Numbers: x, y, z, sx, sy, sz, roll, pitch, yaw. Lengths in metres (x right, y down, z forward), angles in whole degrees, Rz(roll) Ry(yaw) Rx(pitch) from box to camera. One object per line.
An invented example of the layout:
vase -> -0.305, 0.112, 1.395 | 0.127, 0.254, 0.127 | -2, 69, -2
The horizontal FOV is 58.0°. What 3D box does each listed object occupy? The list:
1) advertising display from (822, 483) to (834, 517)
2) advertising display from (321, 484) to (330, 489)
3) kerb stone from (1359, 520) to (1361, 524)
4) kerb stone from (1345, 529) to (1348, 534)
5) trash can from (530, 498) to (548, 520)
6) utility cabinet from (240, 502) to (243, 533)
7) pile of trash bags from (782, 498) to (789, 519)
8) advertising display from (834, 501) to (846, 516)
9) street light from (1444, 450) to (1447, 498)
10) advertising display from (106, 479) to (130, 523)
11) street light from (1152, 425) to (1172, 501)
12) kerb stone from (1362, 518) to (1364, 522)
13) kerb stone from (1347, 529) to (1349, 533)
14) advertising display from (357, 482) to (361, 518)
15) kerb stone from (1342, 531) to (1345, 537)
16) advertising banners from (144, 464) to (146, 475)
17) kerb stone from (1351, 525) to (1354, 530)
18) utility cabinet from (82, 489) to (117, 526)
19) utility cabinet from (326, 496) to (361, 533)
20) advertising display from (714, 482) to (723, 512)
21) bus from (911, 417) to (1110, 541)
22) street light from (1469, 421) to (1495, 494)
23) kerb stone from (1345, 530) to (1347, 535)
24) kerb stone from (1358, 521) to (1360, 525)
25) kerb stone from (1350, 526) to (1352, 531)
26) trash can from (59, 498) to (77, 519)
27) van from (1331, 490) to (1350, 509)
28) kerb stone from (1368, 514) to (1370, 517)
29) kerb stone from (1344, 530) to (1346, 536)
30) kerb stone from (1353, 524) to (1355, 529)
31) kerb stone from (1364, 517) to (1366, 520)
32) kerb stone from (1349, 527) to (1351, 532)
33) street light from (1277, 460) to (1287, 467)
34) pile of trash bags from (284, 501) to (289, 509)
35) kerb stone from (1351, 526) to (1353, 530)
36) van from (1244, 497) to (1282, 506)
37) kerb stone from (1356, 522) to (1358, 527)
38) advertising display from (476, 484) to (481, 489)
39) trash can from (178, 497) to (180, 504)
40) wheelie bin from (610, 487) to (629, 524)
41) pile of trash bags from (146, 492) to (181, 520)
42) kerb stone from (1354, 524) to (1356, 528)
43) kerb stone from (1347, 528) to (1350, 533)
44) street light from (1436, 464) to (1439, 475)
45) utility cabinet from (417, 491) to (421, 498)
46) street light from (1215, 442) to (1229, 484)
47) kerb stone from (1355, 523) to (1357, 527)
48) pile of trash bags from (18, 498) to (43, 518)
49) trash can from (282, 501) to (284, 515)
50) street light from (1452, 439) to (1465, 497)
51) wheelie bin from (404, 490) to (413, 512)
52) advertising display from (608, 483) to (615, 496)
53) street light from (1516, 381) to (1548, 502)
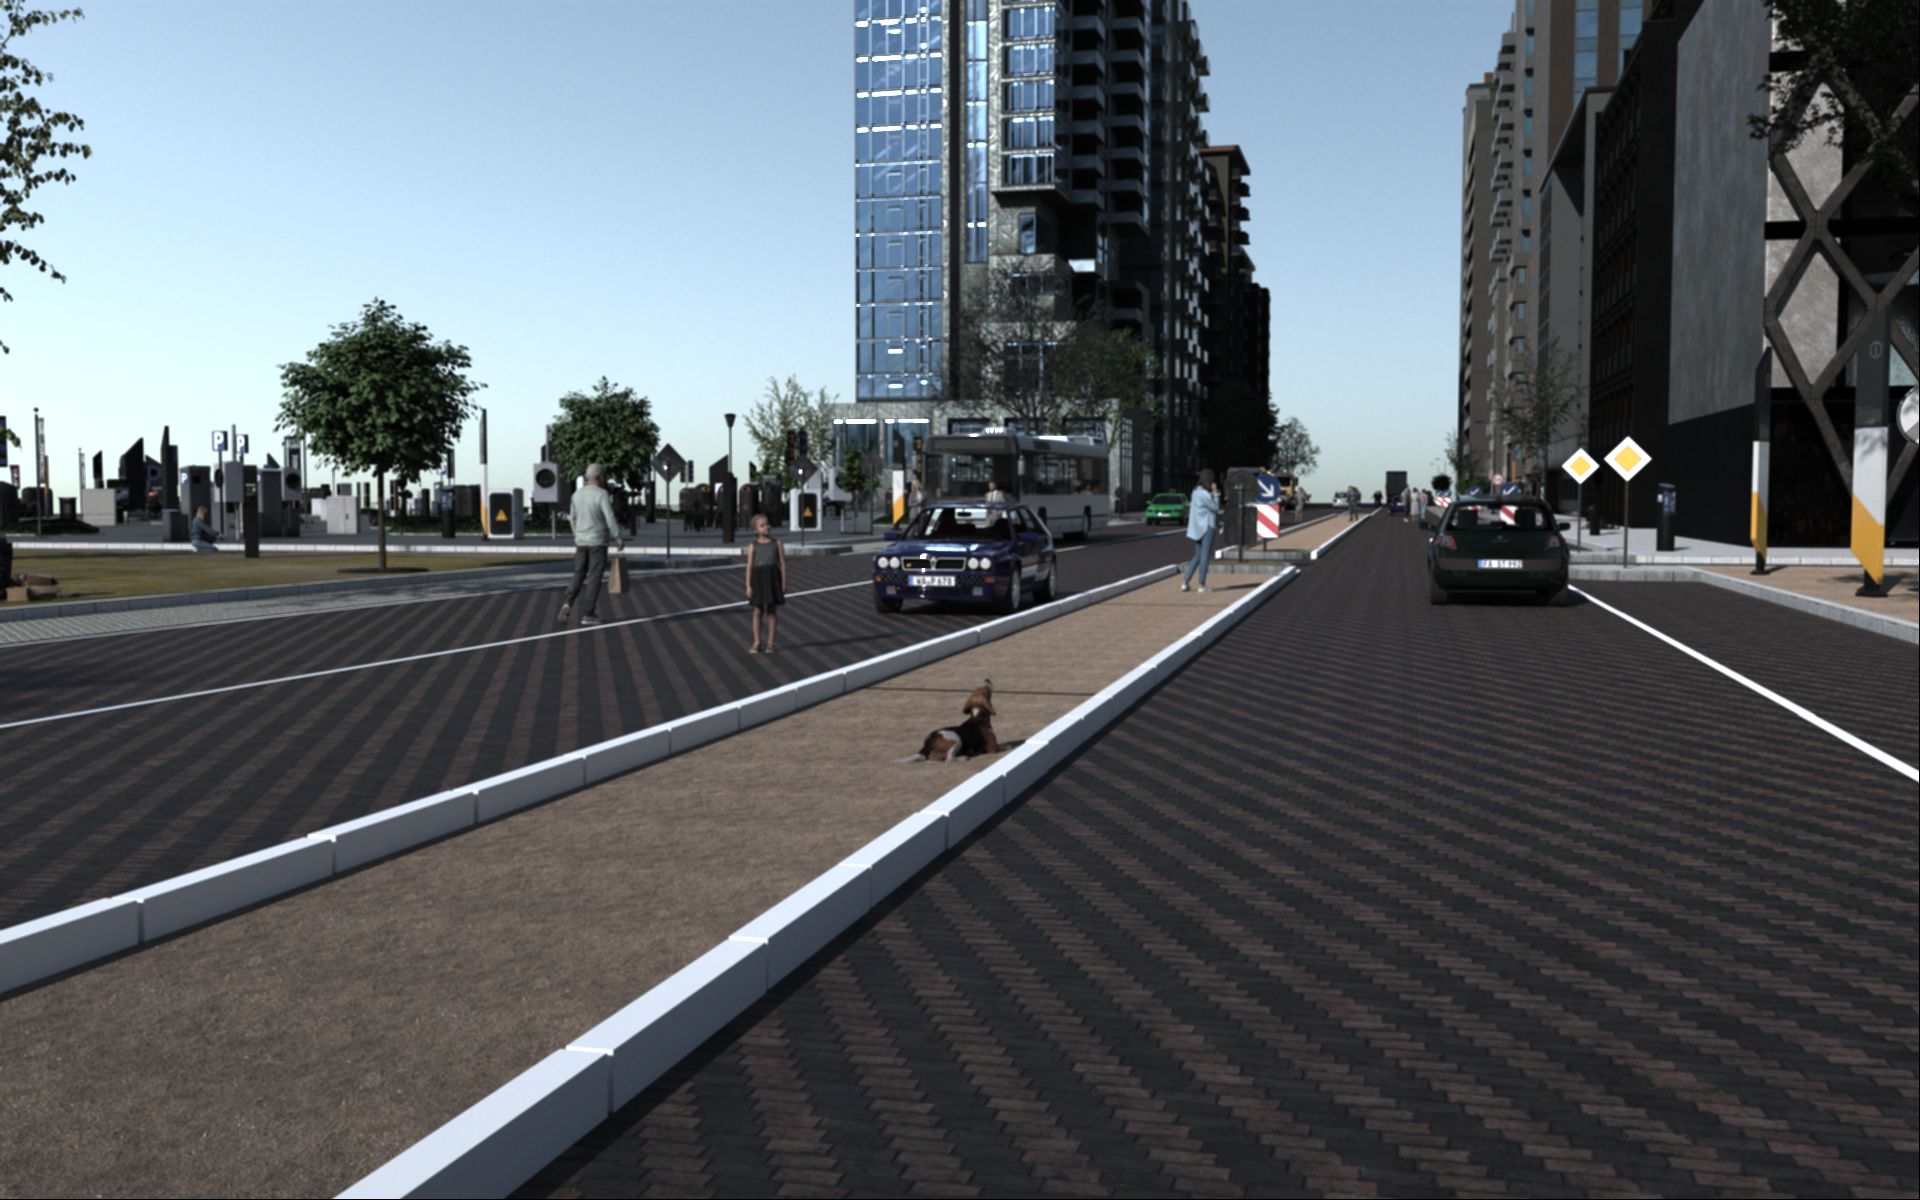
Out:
advertising display -> -7.781, -5.699, 98.386 | 0.974, 1.923, 0.123 | -2, 4, -32
advertising display -> -41.475, -6.606, 113.228 | 0.123, 1.923, 0.974 | 0, 4, 7
kerb stone -> 17.778, -3.387, 77.576 | 0.120, 0.150, 1.000 | 1, 4, 14
kerb stone -> 12.989, -2.232, 58.685 | 0.120, 0.150, 1.000 | 1, 4, 14
trash can -> -15.725, -3.253, 64.835 | 0.748, 1.137, 0.748 | 0, 3, 0
utility cabinet -> -22.951, -2.922, 56.452 | 1.173, 1.500, 0.318 | 0, 4, 2
pile of trash bags -> -8.678, -4.789, 88.055 | 1.912, 1.369, 3.447 | 1, 4, 22
advertising display -> -6.984, -5.763, 99.446 | 0.974, 1.923, 0.123 | -3, 4, -38
street light -> 52.185, -12.946, 184.203 | 1.470, 5.913, 1.316 | 1, 4, 14
advertising display -> -36.780, -4.311, 75.701 | 0.123, 1.923, 0.974 | 2, 4, 34
street light -> 13.586, -8.825, 116.828 | 1.470, 5.913, 1.316 | 1, 4, 14
kerb stone -> 19.282, -3.753, 83.553 | 0.120, 0.150, 1.000 | 1, 4, 14
kerb stone -> 13.240, -2.290, 59.686 | 0.120, 0.150, 1.000 | 1, 4, 14
advertising display -> -32.617, -5.433, 94.037 | 0.123, 1.923, 0.974 | -1, 4, -14
kerb stone -> 12.227, -2.047, 55.712 | 0.120, 0.150, 1.000 | 1, 4, 14
advertising banners -> -49.018, -6.474, 102.042 | 2.074, 3.025, 0.090 | 0, 4, -5
kerb stone -> 14.747, -2.658, 65.647 | 0.120, 0.150, 1.000 | 1, 4, 14
utility cabinet -> -34.302, -3.693, 69.057 | 1.173, 1.500, 0.318 | -1, 4, -13
utility cabinet -> -20.139, -2.777, 56.571 | 1.020, 1.237, 0.306 | 0, 4, 6
advertising display -> -13.150, -5.554, 96.025 | 0.974, 1.923, 0.123 | 1, 4, 20
bus -> 1.773, -3.361, 49.813 | 2.948, 3.499, 13.247 | 1, 4, 16
street light -> 33.242, -8.384, 109.622 | 1.470, 5.913, 1.316 | 1, 4, 14
kerb stone -> 12.737, -2.171, 57.692 | 0.120, 0.150, 1.000 | 1, 4, 14
kerb stone -> 17.265, -3.260, 75.590 | 0.120, 0.150, 1.000 | 1, 4, 14
kerb stone -> 14.245, -2.536, 63.662 | 0.120, 0.150, 1.000 | 1, 4, 14
trash can -> -37.004, -3.681, 71.846 | 0.748, 1.137, 0.748 | 0, 3, 0
van -> 37.545, -9.978, 170.158 | 2.013, 2.044, 4.112 | 1, 4, 15
kerb stone -> 23.306, -4.724, 99.438 | 0.120, 0.150, 1.000 | 1, 4, 14
kerb stone -> 12.487, -2.110, 56.701 | 0.120, 0.150, 1.000 | 1, 4, 14
kerb stone -> 15.253, -2.779, 67.631 | 0.120, 0.150, 1.000 | 1, 4, 14
kerb stone -> 20.540, -4.056, 88.514 | 0.120, 0.150, 1.000 | 1, 4, 14
kerb stone -> 13.986, -2.476, 62.670 | 0.120, 0.150, 1.000 | 1, 4, 14
street light -> 43.654, -16.066, 235.214 | 1.470, 5.913, 1.316 | 1, 4, 14
pile of trash bags -> -36.731, -5.110, 93.308 | 3.447, 1.369, 1.912 | 2, 4, 31
kerb stone -> 14.500, -2.597, 64.654 | 0.120, 0.150, 1.000 | 1, 4, 14
van -> 13.877, -4.464, 80.004 | 2.013, 2.044, 4.112 | 1, 4, 12
kerb stone -> 16.514, -3.083, 72.606 | 0.120, 0.150, 1.000 | 1, 4, 14
advertising display -> -32.291, -6.824, 116.790 | 0.123, 1.923, 0.974 | 2, 4, 24
trash can -> -45.085, -5.361, 99.309 | 0.748, 1.137, 0.748 | 0, 3, 0
wheelie bin -> -14.715, -4.099, 74.928 | 0.693, 1.594, 0.980 | 2, 4, 28
pile of trash bags -> -40.163, -4.755, 87.494 | 3.447, 1.369, 1.912 | 3, 5, 42
kerb stone -> 15.500, -2.834, 68.634 | 0.120, 0.150, 1.000 | 1, 4, 14
kerb stone -> 13.494, -2.354, 60.676 | 0.120, 0.150, 1.000 | 1, 4, 14
street light -> 62.909, -15.542, 226.657 | 1.470, 5.913, 1.316 | 1, 4, 14
utility cabinet -> -38.614, -7.080, 124.433 | 0.318, 1.500, 1.173 | -3, 5, -41
street light -> 23.327, -11.133, 154.567 | 1.470, 5.913, 1.316 | 1, 4, 14
kerb stone -> 16.011, -2.959, 70.618 | 0.120, 0.150, 1.000 | 1, 4, 14
pile of trash bags -> -51.576, -5.123, 93.520 | 1.912, 1.369, 3.447 | 2, 4, 30
trash can -> -27.762, -3.590, 70.352 | 0.748, 1.137, 0.748 | 0, 3, 0
street light -> 42.635, -10.652, 146.699 | 1.470, 5.913, 1.316 | 1, 4, 14
wheelie bin -> -40.055, -7.194, 125.524 | 0.693, 1.594, 0.980 | 1, 4, 9
advertising display -> -20.198, -5.776, 99.658 | 0.123, 1.923, 0.974 | 2, 4, 27
street light -> 23.555, -6.038, 71.265 | 1.470, 5.913, 1.316 | 1, 4, 14
